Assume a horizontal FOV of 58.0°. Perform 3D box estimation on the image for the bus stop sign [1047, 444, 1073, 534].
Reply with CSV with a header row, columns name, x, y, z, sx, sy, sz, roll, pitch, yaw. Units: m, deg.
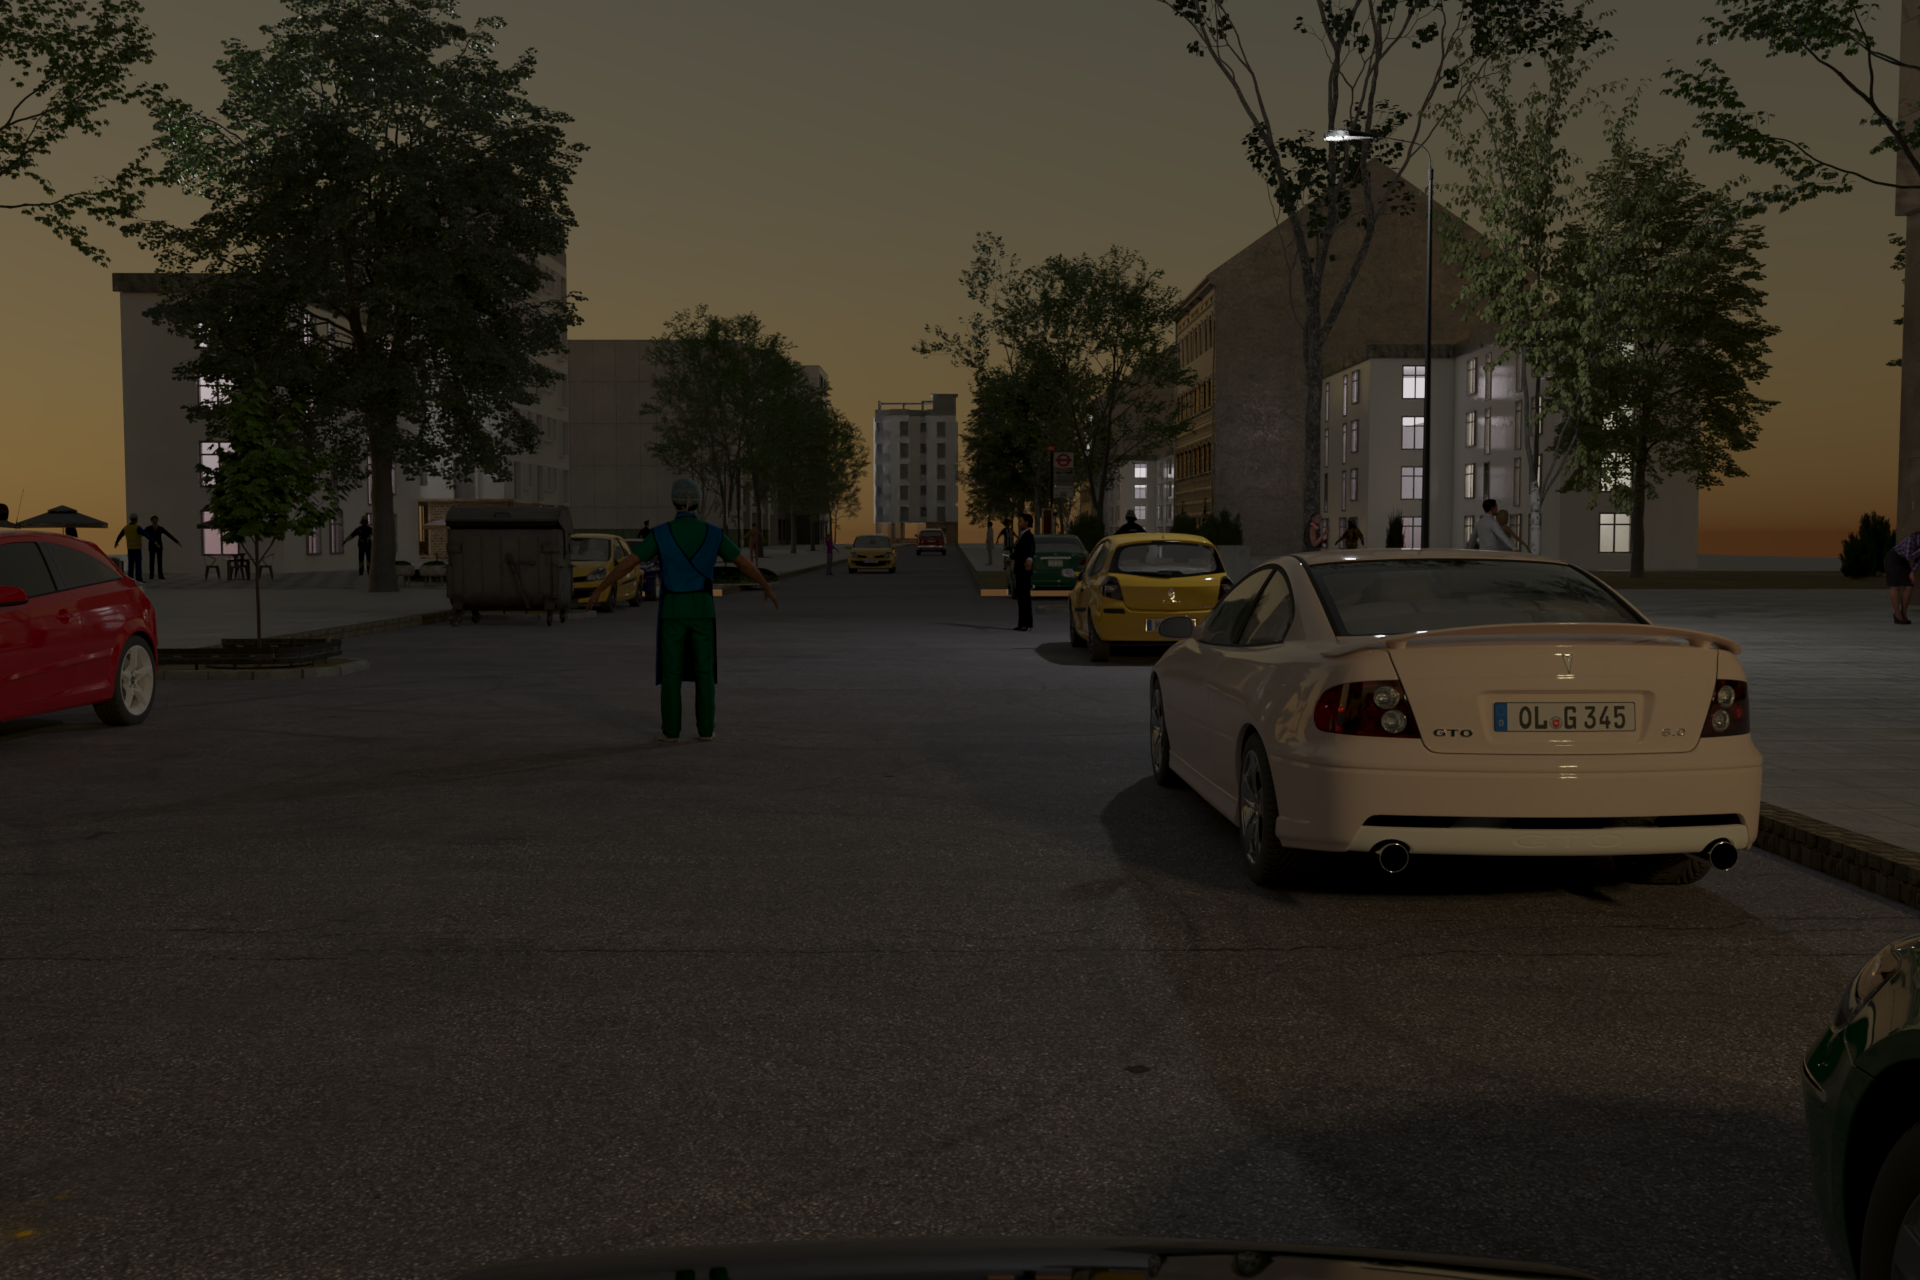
name,x,y,z,sx,sy,sz,roll,pitch,yaw
bus stop sign,2.945,-3.848,51.621,0.855,3.939,0.416,0,4,-1

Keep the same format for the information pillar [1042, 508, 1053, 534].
name,x,y,z,sx,sy,sz,roll,pitch,yaw
information pillar,2.508,-2.772,49.809,0.304,2.012,0.304,0,4,-1

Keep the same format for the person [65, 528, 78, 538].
name,x,y,z,sx,sy,sz,roll,pitch,yaw
person,-23.278,-2.402,45.494,0.704,1.802,1.346,-1,4,-18

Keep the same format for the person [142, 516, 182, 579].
name,x,y,z,sx,sy,sz,roll,pitch,yaw
person,-22.913,-2.640,49.343,1.347,1.806,0.705,-2,4,-35

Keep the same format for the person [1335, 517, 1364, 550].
name,x,y,z,sx,sy,sz,roll,pitch,yaw
person,13.022,-3.175,57.684,0.705,1.858,1.354,-2,4,-30

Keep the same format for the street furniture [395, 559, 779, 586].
name,x,y,z,sx,sy,sz,roll,pitch,yaw
street furniture,-9.954,-1.755,44.322,10.072,0.657,5.734,1,4,14

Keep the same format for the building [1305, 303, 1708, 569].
name,x,y,z,sx,sy,sz,roll,pitch,yaw
building,22.559,-8.238,76.845,9.099,9.664,28.070,0,3,0

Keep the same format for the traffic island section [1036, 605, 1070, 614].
name,x,y,z,sx,sy,sz,roll,pitch,yaw
traffic island section,2.416,-0.560,32.021,1.991,0.108,1.994,0,3,0

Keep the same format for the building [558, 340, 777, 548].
name,x,y,z,sx,sy,sz,roll,pitch,yaw
building,-28.358,-18.772,173.383,16.747,18.905,31.486,0,3,0

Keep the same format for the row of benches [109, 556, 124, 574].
name,x,y,z,sx,sy,sz,roll,pitch,yaw
row of benches,-25.027,-1.958,47.472,4.104,0.672,1.422,-1,4,-15

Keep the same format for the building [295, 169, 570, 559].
name,x,y,z,sx,sy,sz,roll,pitch,yaw
building,-28.264,-14.321,90.568,16.016,20.090,11.380,0,4,0

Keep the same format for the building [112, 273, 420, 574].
name,x,y,z,sx,sy,sz,roll,pitch,yaw
building,-26.639,-7.810,69.834,9.099,9.664,28.070,0,4,-1

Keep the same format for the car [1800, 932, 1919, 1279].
name,x,y,z,sx,sy,sz,roll,pitch,yaw
car,2.288,0.667,0.886,2.131,1.459,4.920,0,4,-1

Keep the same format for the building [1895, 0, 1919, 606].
name,x,y,z,sx,sy,sz,roll,pitch,yaw
building,26.837,-14.963,10.871,22.709,31.103,35.509,0,4,-1

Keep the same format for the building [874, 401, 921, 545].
name,x,y,z,sx,sy,sz,roll,pitch,yaw
building,-11.398,-23.138,237.186,11.380,20.090,16.016,0,4,-1

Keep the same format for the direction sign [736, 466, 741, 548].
name,x,y,z,sx,sy,sz,roll,pitch,yaw
direction sign,-7.473,-4.066,58.474,0.379,3.537,0.876,0,4,-1

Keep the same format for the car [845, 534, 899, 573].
name,x,y,z,sx,sy,sz,roll,pitch,yaw
car,-3.237,-3.299,64.169,2.015,1.641,3.980,0,4,-1

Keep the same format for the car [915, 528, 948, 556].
name,x,y,z,sx,sy,sz,roll,pitch,yaw
car,-1.941,-6.638,117.208,2.281,1.827,5.304,0,4,-1

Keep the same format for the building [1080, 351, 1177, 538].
name,x,y,z,sx,sy,sz,roll,pitch,yaw
building,24.542,-23.196,210.179,19.493,23.208,18.063,0,4,0

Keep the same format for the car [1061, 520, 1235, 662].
name,x,y,z,sx,sy,sz,roll,pitch,yaw
car,2.268,-0.648,20.822,2.015,1.641,3.980,0,4,-1

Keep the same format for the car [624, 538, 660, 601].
name,x,y,z,sx,sy,sz,roll,pitch,yaw
car,-7.327,-1.572,38.281,1.945,1.354,3.894,0,4,0

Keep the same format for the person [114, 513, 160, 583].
name,x,y,z,sx,sy,sz,roll,pitch,yaw
person,-21.596,-2.409,45.355,1.349,1.833,0.705,1,4,12

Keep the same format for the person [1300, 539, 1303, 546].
name,x,y,z,sx,sy,sz,roll,pitch,yaw
person,15.152,-4.034,75.220,0.991,1.433,0.599,-2,4,-27

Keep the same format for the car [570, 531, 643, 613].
name,x,y,z,sx,sy,sz,roll,pitch,yaw
car,-7.156,-1.383,32.829,2.015,1.641,3.980,0,4,0

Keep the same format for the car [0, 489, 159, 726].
name,x,y,z,sx,sy,sz,roll,pitch,yaw
car,-7.033,-0.152,11.524,2.155,1.783,4.494,0,4,-1

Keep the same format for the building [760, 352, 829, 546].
name,x,y,z,sx,sy,sz,roll,pitch,yaw
building,-30.951,-22.240,207.597,27.936,21.610,32.646,0,4,0

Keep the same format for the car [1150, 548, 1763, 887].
name,x,y,z,sx,sy,sz,roll,pitch,yaw
car,2.073,0.240,8.437,2.083,1.381,4.827,0,4,-1

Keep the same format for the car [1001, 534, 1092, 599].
name,x,y,z,sx,sy,sz,roll,pitch,yaw
car,2.021,-1.688,39.399,2.131,1.459,4.920,0,4,-1

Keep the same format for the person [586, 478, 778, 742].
name,x,y,z,sx,sy,sz,roll,pitch,yaw
person,-1.900,-0.209,12.001,1.347,1.817,0.704,-1,4,-20

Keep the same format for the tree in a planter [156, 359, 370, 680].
name,x,y,z,sx,sy,sz,roll,pitch,yaw
tree in a planter,-7.281,-1.264,17.896,1.991,3.239,1.994,0,4,-1

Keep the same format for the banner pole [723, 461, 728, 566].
name,x,y,z,sx,sy,sz,roll,pitch,yaw
banner pole,-8.089,-4.276,59.935,0.401,3.779,0.863,0,4,1

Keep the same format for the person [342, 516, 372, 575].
name,x,y,z,sx,sy,sz,roll,pitch,yaw
person,-18.488,-2.938,53.813,1.354,1.856,0.705,-1,4,-21

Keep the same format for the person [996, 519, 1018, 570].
name,x,y,z,sx,sy,sz,roll,pitch,yaw
person,1.729,-3.390,61.565,1.345,1.843,0.704,-3,5,-42

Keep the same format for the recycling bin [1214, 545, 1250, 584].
name,x,y,z,sx,sy,sz,roll,pitch,yaw
recycling bin,6.092,-1.607,38.826,0.722,1.027,0.722,0,4,0

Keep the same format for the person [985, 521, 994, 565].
name,x,y,z,sx,sy,sz,roll,pitch,yaw
person,1.200,-3.982,71.289,0.705,1.806,1.347,0,4,4

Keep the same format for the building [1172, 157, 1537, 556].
name,x,y,z,sx,sy,sz,roll,pitch,yaw
building,24.125,-17.104,110.571,19.493,23.208,18.063,0,3,0

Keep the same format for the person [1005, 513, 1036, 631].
name,x,y,z,sx,sy,sz,roll,pitch,yaw
person,0.875,-1.005,25.613,0.721,1.740,1.216,-1,4,-13

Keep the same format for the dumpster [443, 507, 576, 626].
name,x,y,z,sx,sy,sz,roll,pitch,yaw
dumpster,-7.094,-1.169,27.332,1.865,1.857,1.264,0,4,-1

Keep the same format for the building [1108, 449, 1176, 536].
name,x,y,z,sx,sy,sz,roll,pitch,yaw
building,21.488,-14.782,183.830,9.099,9.664,28.070,0,4,-1

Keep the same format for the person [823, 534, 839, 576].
name,x,y,z,sx,sy,sz,roll,pitch,yaw
person,-4.471,-2.950,59.958,0.599,1.433,0.991,2,4,27

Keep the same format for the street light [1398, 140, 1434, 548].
name,x,y,z,sx,sy,sz,roll,pitch,yaw
street light,5.947,-2.904,20.022,1.470,5.913,1.316,0,4,-1
